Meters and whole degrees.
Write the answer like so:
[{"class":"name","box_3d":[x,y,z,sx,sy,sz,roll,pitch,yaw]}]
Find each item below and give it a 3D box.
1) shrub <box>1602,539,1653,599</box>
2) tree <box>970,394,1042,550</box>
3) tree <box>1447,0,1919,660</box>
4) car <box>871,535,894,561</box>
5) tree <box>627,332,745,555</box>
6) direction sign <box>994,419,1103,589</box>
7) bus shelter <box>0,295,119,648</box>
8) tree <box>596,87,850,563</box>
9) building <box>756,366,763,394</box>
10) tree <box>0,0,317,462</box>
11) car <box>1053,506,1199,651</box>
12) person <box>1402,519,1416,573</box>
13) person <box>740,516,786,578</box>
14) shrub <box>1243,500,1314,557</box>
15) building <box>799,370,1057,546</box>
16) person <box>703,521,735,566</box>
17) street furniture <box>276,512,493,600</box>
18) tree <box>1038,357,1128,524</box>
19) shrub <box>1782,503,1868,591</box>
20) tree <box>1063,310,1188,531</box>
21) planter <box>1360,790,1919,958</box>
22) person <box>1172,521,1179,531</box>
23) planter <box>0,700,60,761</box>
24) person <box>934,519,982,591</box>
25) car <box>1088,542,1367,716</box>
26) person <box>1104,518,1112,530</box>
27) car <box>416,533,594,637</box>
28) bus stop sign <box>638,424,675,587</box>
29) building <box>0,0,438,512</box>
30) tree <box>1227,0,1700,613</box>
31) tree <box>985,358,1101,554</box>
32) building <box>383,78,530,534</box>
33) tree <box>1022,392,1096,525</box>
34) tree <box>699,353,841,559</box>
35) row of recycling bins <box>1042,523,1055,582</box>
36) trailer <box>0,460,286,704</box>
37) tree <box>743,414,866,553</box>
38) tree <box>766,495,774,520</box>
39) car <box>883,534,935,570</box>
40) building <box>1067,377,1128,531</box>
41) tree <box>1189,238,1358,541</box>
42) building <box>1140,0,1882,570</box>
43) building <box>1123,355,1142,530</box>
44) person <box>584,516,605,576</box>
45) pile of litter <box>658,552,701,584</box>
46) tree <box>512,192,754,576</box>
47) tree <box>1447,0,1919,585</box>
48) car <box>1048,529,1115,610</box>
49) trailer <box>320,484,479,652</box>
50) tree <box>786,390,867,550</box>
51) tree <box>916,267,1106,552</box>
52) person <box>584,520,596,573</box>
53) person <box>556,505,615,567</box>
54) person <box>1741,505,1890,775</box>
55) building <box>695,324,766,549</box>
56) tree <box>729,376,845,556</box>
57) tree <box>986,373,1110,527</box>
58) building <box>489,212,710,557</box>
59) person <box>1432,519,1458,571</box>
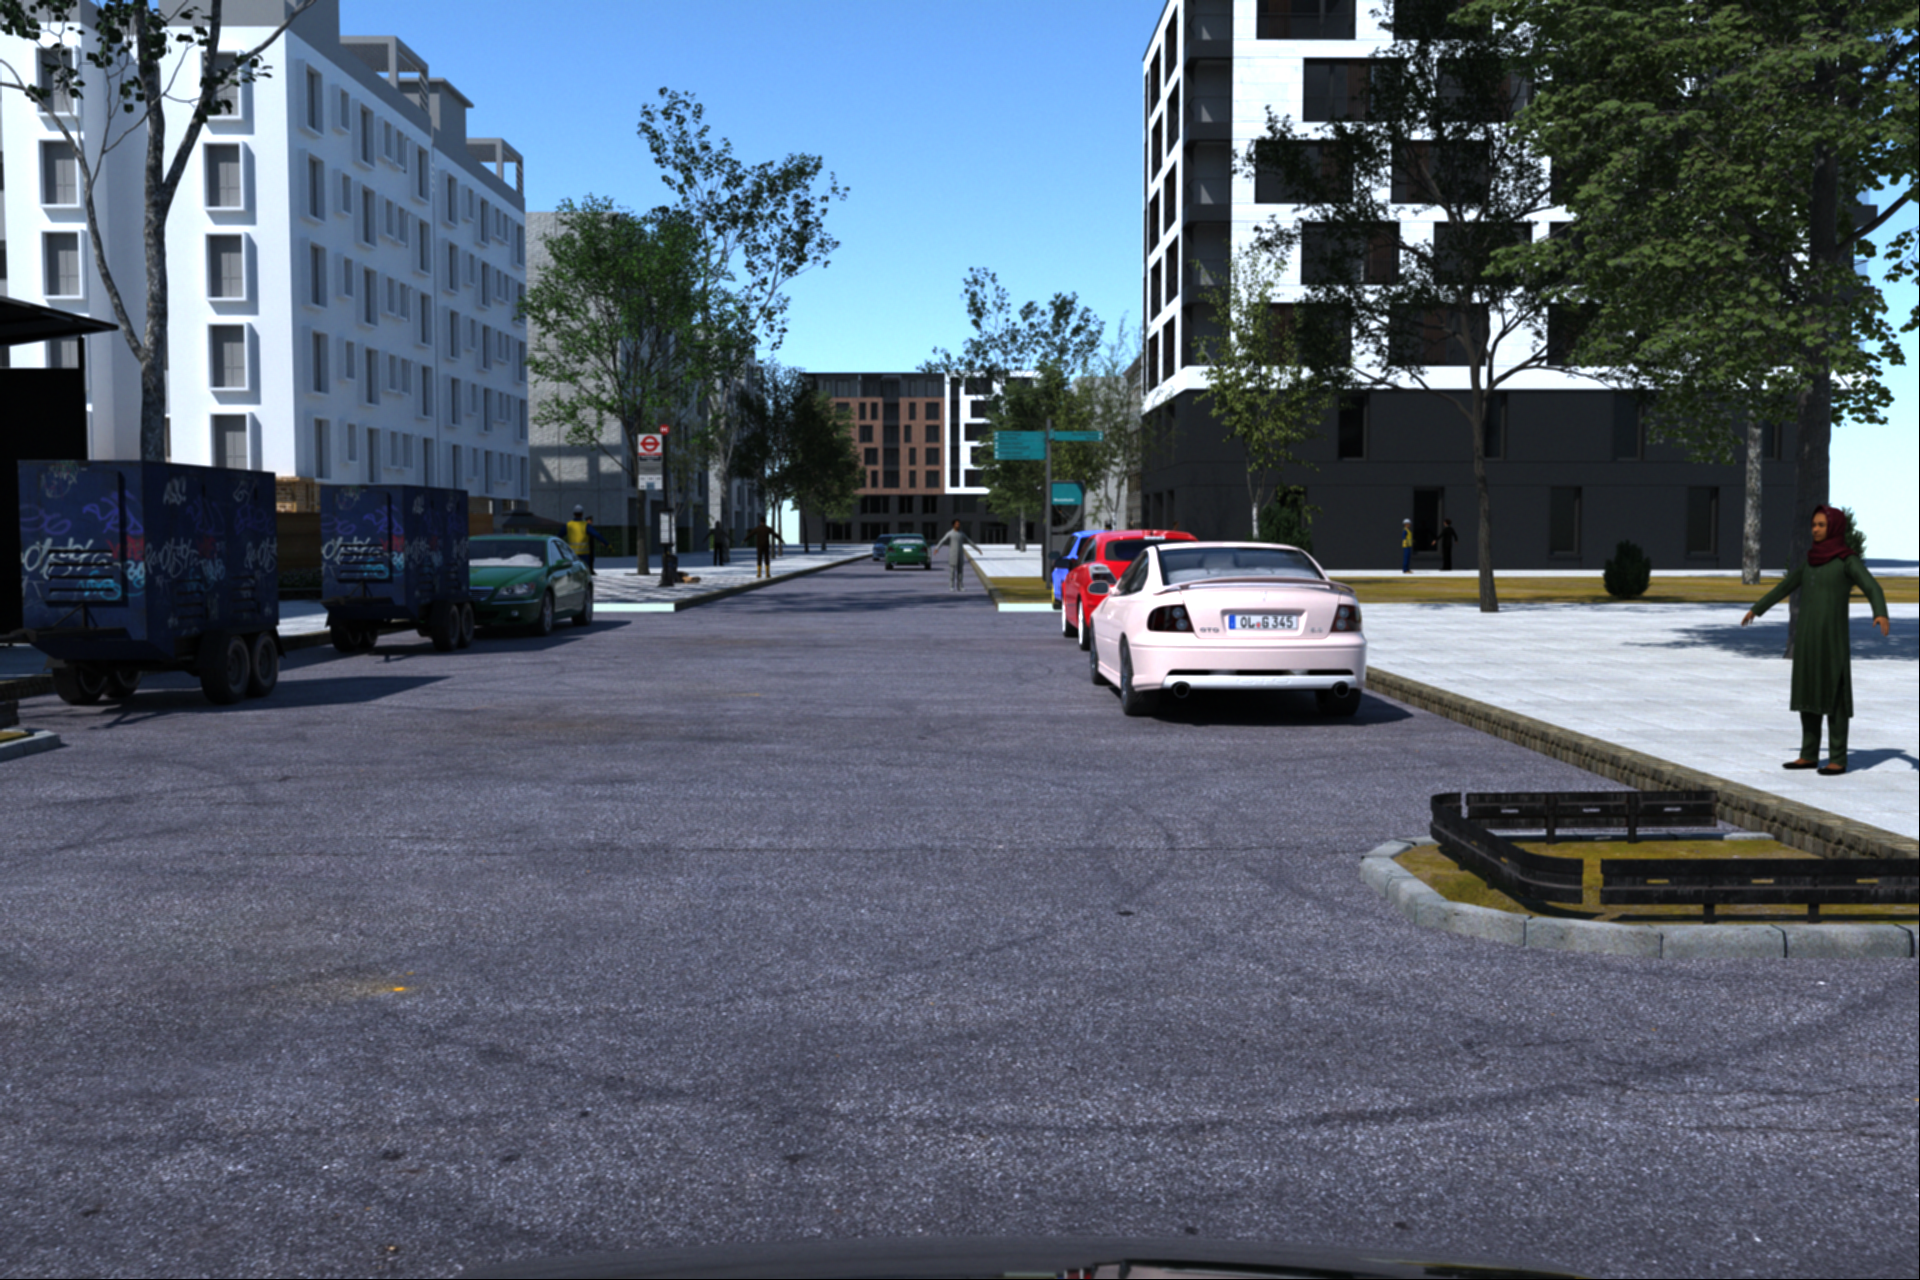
[{"class":"shrub","box_3d":[13.155,-1.410,34.178,1.383,1.207,1.383,0,3,0]},{"class":"tree","box_3d":[4.682,-13.445,137.947,7.486,12.596,7.792,0,3,0]},{"class":"tree","box_3d":[8.622,-6.044,16.953,7.486,12.596,7.792,0,3,0]},{"class":"car","box_3d":[-3.746,-4.955,93.010,2.014,1.417,4.499,0,4,0]},{"class":"tree","box_3d":[-10.702,-6.941,63.851,4.360,8.622,3.978,0,3,0]},{"class":"direction sign","box_3d":[2.069,-3.108,39.581,2.525,3.948,1.411,0,4,-2]},{"class":"bus shelter","box_3d":[-10.301,-1.543,16.507,1.731,3.624,6.357,0,4,0]},{"class":"tree","box_3d":[-11.873,-13.490,76.451,12.611,20.169,13.585,0,3,0]},{"class":"building","box_3d":[-26.948,-20.002,183.452,16.016,20.090,11.380,0,4,-1]},{"class":"tree","box_3d":[-12.329,-10.536,28.148,12.611,20.169,13.585,0,3,0]},{"class":"car","box_3d":[2.338,-0.840,22.781,2.155,1.783,4.494,0,4,-1]},{"class":"person","box_3d":[14.746,-3.078,56.795,0.721,1.772,1.216,2,4,29]},{"class":"person","box_3d":[-5.815,-2.756,51.206,1.346,1.812,0.704,0,4,-5]},{"class":"shrub","box_3d":[6.809,-2.015,37.363,1.690,2.028,1.600,0,3,0]},{"class":"building","box_3d":[-3.841,-23.339,228.029,32.646,21.610,27.936,0,4,1]},{"class":"person","box_3d":[-9.729,-3.890,69.728,1.348,1.813,0.705,1,4,14]},{"class":"street furniture","box_3d":[-14.155,-1.807,36.399,9.812,1.723,11.010,-3,4,-38]},{"class":"tree","box_3d":[4.905,-7.487,72.774,4.737,8.622,4.395,0,3,0]},{"class":"shrub","box_3d":[17.715,-1.899,35.465,1.690,2.028,1.600,0,3,0]},{"class":"tree","box_3d":[4.973,-6.563,57.674,4.360,8.622,3.978,0,3,0]},{"class":"planter","box_3d":[2.662,0.875,6.838,1.991,0.319,1.994,0,4,-1]},{"class":"person","box_3d":[7.551,-3.244,59.842,0.721,1.733,1.217,3,4,37]},{"class":"planter","box_3d":[-7.038,0.611,11.144,1.991,0.319,1.994,0,4,0]},{"class":"person","box_3d":[-0.078,-2.128,43.437,1.347,1.806,0.705,-2,4,-27]},{"class":"car","box_3d":[2.195,-0.163,15.033,2.083,1.381,4.827,0,4,-1]},{"class":"person","box_3d":[5.426,-3.539,63.626,1.354,1.858,0.705,-3,5,-43]},{"class":"car","box_3d":[-6.689,-0.852,25.725,2.131,1.459,4.920,0,4,-1]},{"class":"bus stop sign","box_3d":[-7.403,-3.274,42.237,0.855,3.939,0.416,0,4,1]},{"class":"building","box_3d":[-25.877,-12.239,56.523,16.016,20.090,11.380,0,4,-1]},{"class":"tree","box_3d":[8.413,-5.744,28.323,7.601,10.594,8.767,2,4,32]},{"class":"tree","box_3d":[5.468,-11.822,111.424,7.486,12.596,7.792,0,3,0]},{"class":"building","box_3d":[-26.346,-13.264,73.279,16.016,20.090,11.380,0,4,-1]},{"class":"tree","box_3d":[4.930,-8.543,90.047,4.360,8.622,3.978,0,3,0]},{"class":"tree","box_3d":[-9.909,-9.524,90.129,8.767,10.594,7.601,1,4,13]},{"class":"row of recycling bins","box_3d":[2.735,-2.457,47.288,1.069,1.692,3.534,0,4,-1]},{"class":"trailer","box_3d":[-6.795,-0.434,14.151,1.471,1.999,3.904,0,4,0]},{"class":"tree","box_3d":[-10.611,-11.276,118.776,8.767,10.594,7.601,-1,4,-23]},{"class":"tree","box_3d":[-25.743,-16.876,226.276,4.737,8.622,4.395,0,3,0]},{"class":"car","box_3d":[-2.078,-3.562,70.033,2.131,1.459,4.920,0,4,-1]},{"class":"building","box_3d":[21.379,-20.590,203.100,16.747,18.905,31.486,0,3,0]},{"class":"tree","box_3d":[7.479,-5.661,42.926,4.737,8.622,4.395,0,3,0]},{"class":"building","box_3d":[21.783,-14.273,77.335,27.936,21.610,32.646,0,4,0]},{"class":"building","box_3d":[24.981,-19.767,154.124,19.493,23.208,18.063,0,4,0]},{"class":"person","box_3d":[-11.417,-2.906,53.450,0.705,1.837,1.347,1,4,20]},{"class":"pile of litter","box_3d":[-7.368,-1.924,45.430,1.176,0.858,1.719,0,4,1]},{"class":"tree","box_3d":[-9.994,-7.820,53.606,9.928,11.665,9.643,0,3,0]},{"class":"tree","box_3d":[18.973,-11.530,44.413,12.611,20.169,13.585,0,3,0]},{"class":"car","box_3d":[2.608,-1.352,31.692,1.945,1.707,3.694,0,4,-1]},{"class":"trailer","box_3d":[-6.880,-0.834,20.689,1.471,1.999,3.904,0,4,0]},{"class":"tree","box_3d":[-11.110,-13.384,136.959,7.486,12.596,7.792,0,3,0]},{"class":"tree","box_3d":[3.146,-16.430,124.521,12.611,20.169,13.585,0,3,0]},{"class":"person","box_3d":[-12.171,-3.092,56.688,1.347,1.817,0.704,1,4,14]},{"class":"person","box_3d":[-7.303,-1.668,33.241,1.349,1.833,0.705,0,4,5]},{"class":"person","box_3d":[4.598,-0.006,9.313,0.599,1.438,0.989,-1,4,-18]},{"class":"building","box_3d":[-28.447,-18.065,161.813,16.747,18.905,31.486,0,4,1]},{"class":"tree","box_3d":[-10.348,-10.201,101.198,8.767,10.594,7.601,2,4,24]},{"class":"tree","box_3d":[5.160,-10.086,99.315,7.601,10.594,8.767,-1,4,-15]},{"class":"building","box_3d":[-26.922,-14.963,111.104,16.747,18.905,31.486,0,4,0]},{"class":"person","box_3d":[16.997,-3.322,60.498,1.347,1.806,0.705,-3,4,-37]}]
